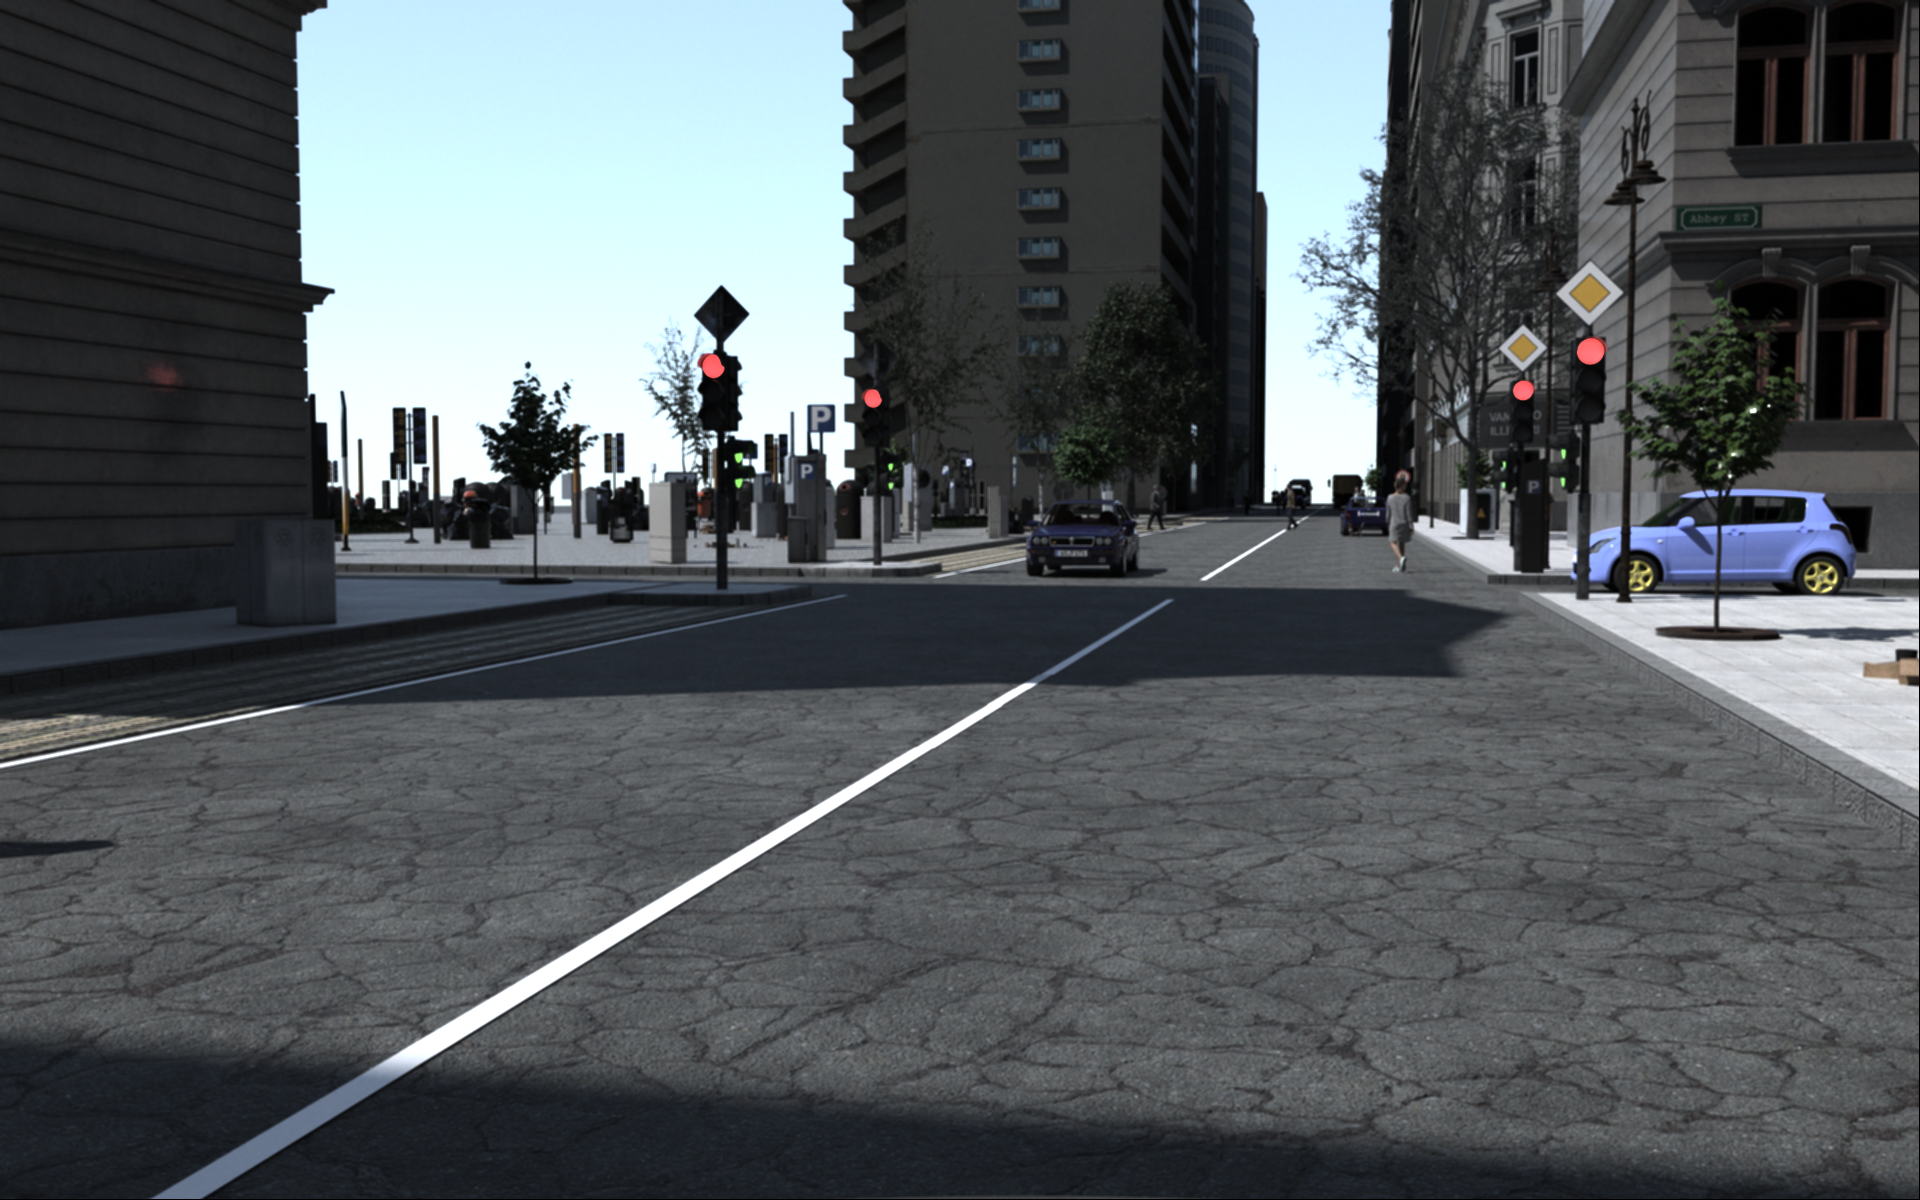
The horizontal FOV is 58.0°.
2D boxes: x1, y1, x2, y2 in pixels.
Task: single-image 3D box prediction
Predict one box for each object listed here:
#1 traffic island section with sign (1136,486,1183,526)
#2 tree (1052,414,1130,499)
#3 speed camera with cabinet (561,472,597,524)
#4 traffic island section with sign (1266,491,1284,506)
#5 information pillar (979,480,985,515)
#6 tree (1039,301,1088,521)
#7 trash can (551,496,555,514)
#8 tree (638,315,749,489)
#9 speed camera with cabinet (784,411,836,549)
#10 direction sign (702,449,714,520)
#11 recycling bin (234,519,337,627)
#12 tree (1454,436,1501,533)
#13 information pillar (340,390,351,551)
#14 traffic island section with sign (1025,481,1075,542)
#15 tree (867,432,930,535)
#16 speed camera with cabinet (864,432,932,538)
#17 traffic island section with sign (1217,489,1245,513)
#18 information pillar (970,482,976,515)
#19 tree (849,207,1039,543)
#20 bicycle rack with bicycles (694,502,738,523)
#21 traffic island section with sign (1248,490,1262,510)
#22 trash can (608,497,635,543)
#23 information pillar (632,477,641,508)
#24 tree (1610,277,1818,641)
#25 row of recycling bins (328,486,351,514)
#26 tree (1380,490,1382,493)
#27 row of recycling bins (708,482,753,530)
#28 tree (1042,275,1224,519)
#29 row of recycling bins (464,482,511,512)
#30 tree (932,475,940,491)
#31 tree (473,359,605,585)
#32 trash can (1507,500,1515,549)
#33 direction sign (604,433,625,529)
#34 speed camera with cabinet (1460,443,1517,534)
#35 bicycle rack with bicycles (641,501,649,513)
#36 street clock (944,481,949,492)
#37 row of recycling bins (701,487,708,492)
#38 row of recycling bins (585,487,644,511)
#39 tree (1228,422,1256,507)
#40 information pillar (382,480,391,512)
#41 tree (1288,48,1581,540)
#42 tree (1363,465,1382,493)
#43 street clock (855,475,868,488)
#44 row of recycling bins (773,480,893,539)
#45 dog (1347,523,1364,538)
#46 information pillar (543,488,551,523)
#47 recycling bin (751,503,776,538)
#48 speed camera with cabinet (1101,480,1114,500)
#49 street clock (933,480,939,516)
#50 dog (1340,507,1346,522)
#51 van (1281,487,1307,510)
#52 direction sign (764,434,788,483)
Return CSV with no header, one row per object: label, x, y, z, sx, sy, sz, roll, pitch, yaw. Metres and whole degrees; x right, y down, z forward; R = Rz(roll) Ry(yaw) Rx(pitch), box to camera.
traffic island section with sign,9.172,-4.321,79.279,1.989,1.847,2.006,1,4,12
tree,5.294,-5.348,71.157,4.285,4.588,4.351,0,3,0
speed camera with cabinet,-16.284,-4.899,74.439,0.660,3.252,2.038,2,4,24
traffic island section with sign,38.049,-12.270,209.233,1.989,1.847,2.006,1,4,12
information pillar,1.189,-5.412,92.975,0.304,2.012,0.304,0,4,5
tree,2.809,-6.887,62.957,4.360,8.622,3.978,0,3,0
trash can,-26.054,-6.001,109.777,0.748,1.137,0.748,0,3,0
tree,-11.205,-7.444,72.076,4.360,8.622,3.978,0,3,0
speed camera with cabinet,-3.566,-2.852,40.973,0.660,3.252,2.038,-2,4,-24
direction sign,-12.469,-5.792,86.698,0.876,3.537,0.379,-1,4,-23
recycling bin,-6.668,-0.279,17.122,0.722,1.027,0.722,3,5,43
tree,17.238,-3.846,57.488,1.663,3.219,1.824,0,3,0
information pillar,-13.870,-2.917,39.044,0.183,3.616,0.504,-2,4,-26
traffic island section with sign,3.097,-2.649,51.946,1.989,1.847,2.006,1,4,12
tree,-2.153,-3.652,54.304,1.663,3.219,1.824,0,3,0
speed camera with cabinet,-1.853,-3.474,51.135,2.038,3.252,0.660,-2,4,-30
traffic island section with sign,20.195,-7.354,128.861,1.989,1.847,2.006,1,4,12
information pillar,0.754,-5.999,102.576,0.304,2.012,0.304,2,4,33
tree,-0.966,-5.764,44.599,4.360,8.622,3.978,0,3,0
bicycle rack with bicycles,-11.313,-3.973,78.335,2.925,0.926,2.852,3,5,40
traffic island section with sign,26.051,-8.968,155.256,1.989,1.847,2.006,1,4,12
trash can,-8.932,-2.082,45.698,0.748,1.137,0.748,0,3,0
information pillar,-13.746,-4.222,73.520,0.304,2.012,0.304,0,4,7
tree,6.711,-1.285,15.608,1.663,3.219,1.824,0,3,0
row of recycling bins,-32.423,-4.990,88.704,1.069,1.692,3.534,1,4,10
tree,47.257,-12.130,192.924,1.663,3.219,1.824,0,3,0
row of recycling bins,-6.972,-3.321,61.411,3.534,1.692,1.069,0,4,3
tree,9.060,-10.626,90.735,9.611,12.733,9.660,0,3,0
row of recycling bins,-15.975,-3.242,60.120,1.069,1.692,3.534,1,4,16
tree,-2.149,-6.042,93.386,1.663,3.219,1.824,0,3,0
tree,-6.261,-1.861,25.026,1.663,3.219,1.824,0,3,0
trash can,13.112,-1.751,40.283,0.748,1.137,0.748,0,3,0
direction sign,-12.820,-4.420,64.271,0.876,3.537,0.379,2,4,24
speed camera with cabinet,17.066,-3.732,55.346,2.038,3.252,0.660,-1,4,-9
bicycle rack with bicycles,-16.036,-4.649,89.386,2.852,0.926,2.925,-1,4,-18
street clock,-0.691,-5.775,98.999,0.358,2.002,0.471,-2,4,-31
row of recycling bins,-14.376,-5.919,103.884,1.069,1.692,3.534,1,4,23
row of recycling bins,-19.877,-5.640,99.330,3.534,1.692,1.069,-2,4,-31
tree,27.677,-13.717,174.635,4.737,8.622,4.395,0,3,0
information pillar,-30.531,-5.363,92.176,0.304,2.012,0.304,2,4,35
tree,14.406,-8.464,48.763,12.009,13.543,11.850,0,3,0
tree,45.661,-12.589,189.540,4.285,4.588,4.351,0,3,0
street clock,-3.676,-3.677,64.691,0.471,2.002,0.358,-3,5,-44
row of recycling bins,-3.606,-2.604,49.685,3.534,1.692,1.069,1,4,14
dog,12.911,-2.281,56.582,0.406,0.507,0.540,2,4,34
information pillar,-18.632,-4.504,78.133,0.304,2.012,0.304,-1,4,-17
recycling bin,-5.736,-2.356,51.079,0.722,1.027,0.722,-1,4,-17
speed camera with cabinet,8.924,-6.757,104.811,0.660,3.252,2.038,0,4,-1
street clock,-1.216,-5.004,86.393,0.358,2.002,0.471,0,4,2
dog,19.689,-4.421,89.113,0.800,0.831,0.513,0,4,-5
van,30.956,-9.530,160.203,2.240,2.365,5.245,1,4,14
direction sign,-6.908,-4.476,65.179,0.876,3.537,0.379,0,4,-5
